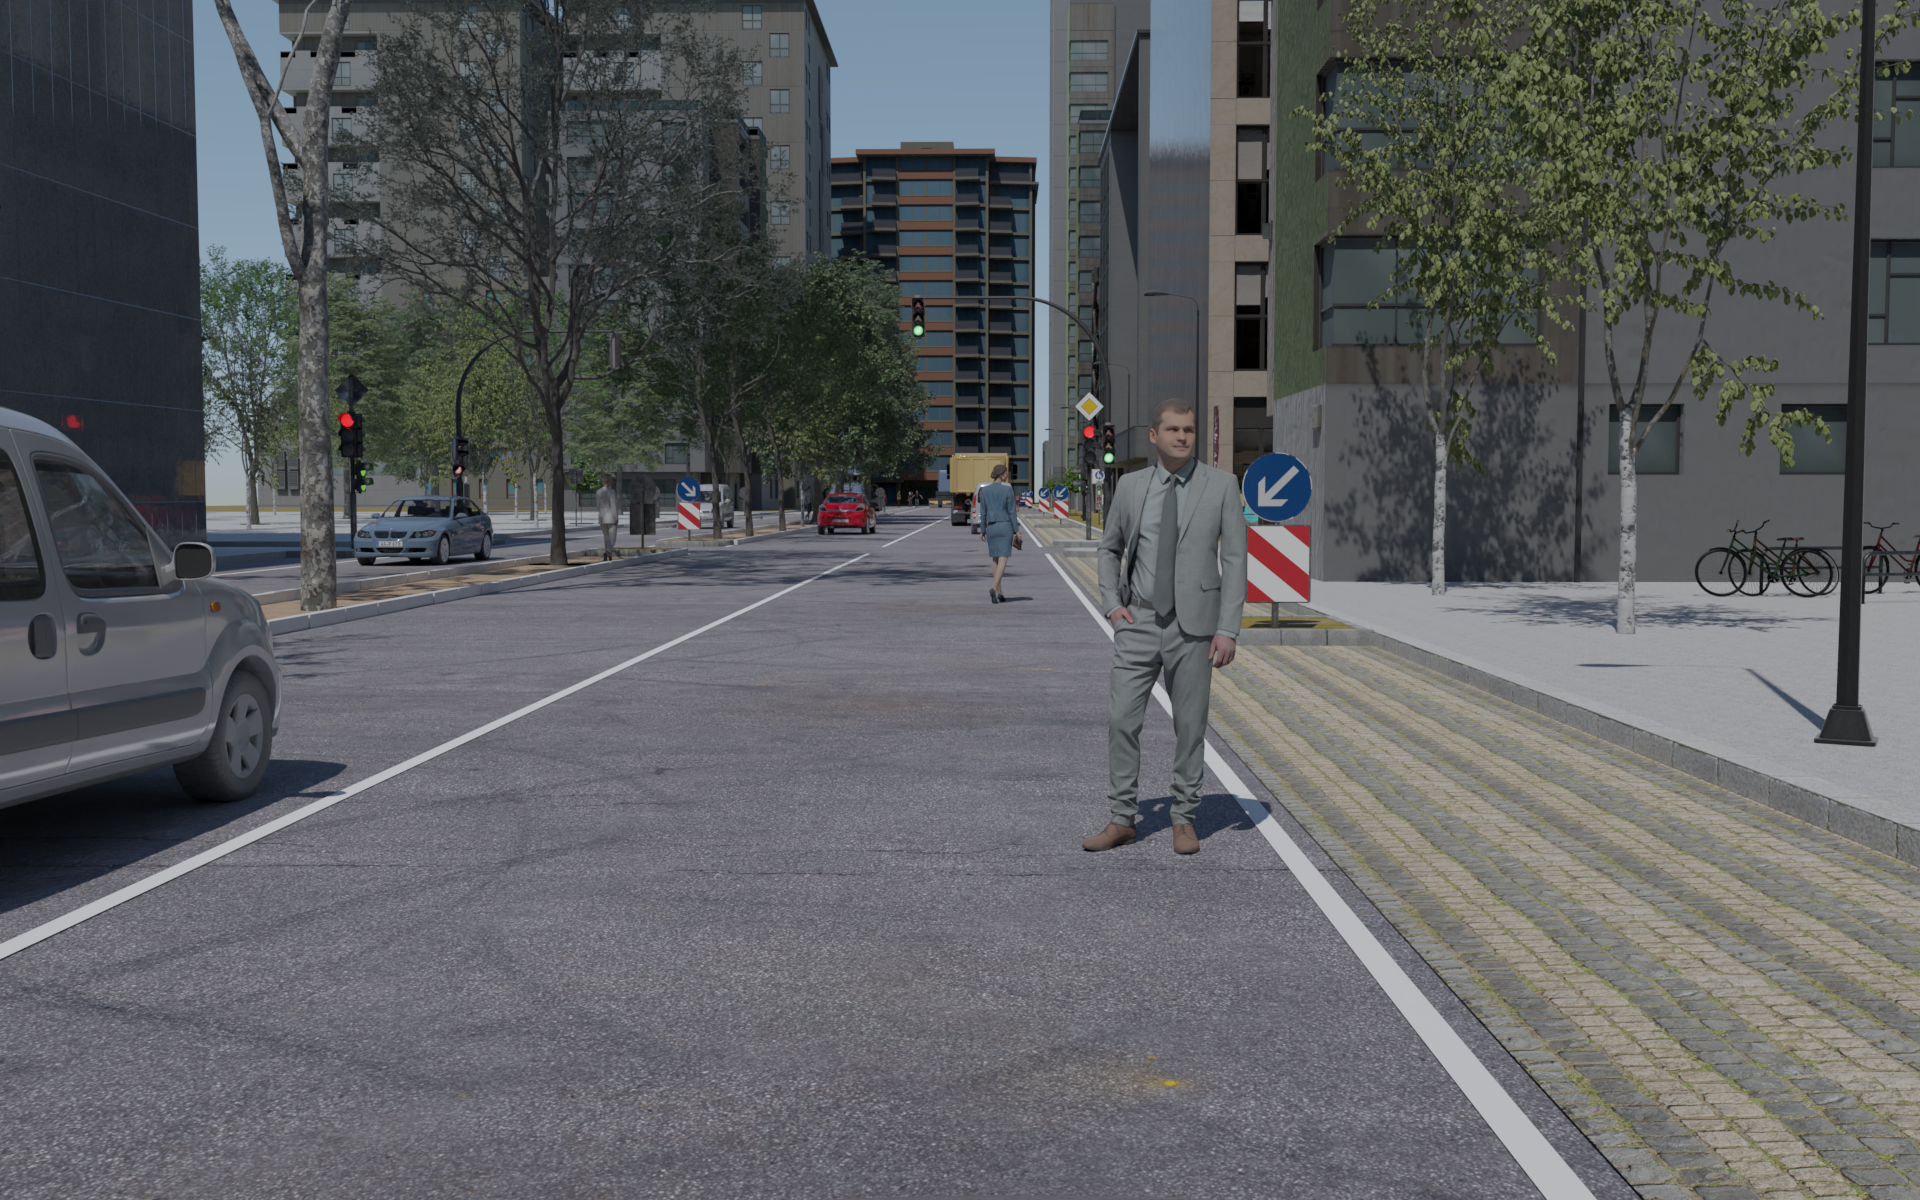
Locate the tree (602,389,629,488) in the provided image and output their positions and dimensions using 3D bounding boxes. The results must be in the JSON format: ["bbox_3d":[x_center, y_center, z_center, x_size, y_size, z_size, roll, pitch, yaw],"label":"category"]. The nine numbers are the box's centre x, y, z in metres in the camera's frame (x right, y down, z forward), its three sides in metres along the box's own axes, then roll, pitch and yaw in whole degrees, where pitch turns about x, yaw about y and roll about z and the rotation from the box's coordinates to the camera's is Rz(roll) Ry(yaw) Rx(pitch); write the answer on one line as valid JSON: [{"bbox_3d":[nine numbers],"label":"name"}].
[{"bbox_3d":[-24.701,-10.431,120.904,4.360,8.622,3.978,0,3,0],"label":"tree"}]

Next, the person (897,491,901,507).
[{"bbox_3d":[-6.571,-10.918,187.110,0.705,1.812,1.348,0,4,3],"label":"person"}]

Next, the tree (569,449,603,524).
[{"bbox_3d":[-16.158,-4.830,73.577,1.663,3.219,1.824,0,3,0],"label":"tree"}]

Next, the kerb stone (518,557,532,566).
[{"bbox_3d":[-8.732,-0.743,34.345,0.120,0.150,1.000,0,4,1],"label":"kerb stone"}]

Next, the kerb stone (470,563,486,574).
[{"bbox_3d":[-8.802,-0.549,31.258,0.120,0.150,1.000,0,4,1],"label":"kerb stone"}]

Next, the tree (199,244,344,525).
[{"bbox_3d":[-29.597,-8.961,72.269,9.928,11.665,9.643,0,3,0],"label":"tree"}]

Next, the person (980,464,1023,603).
[{"bbox_3d":[0.483,-0.873,22.805,0.581,1.822,0.654,2,4,35],"label":"person"}]

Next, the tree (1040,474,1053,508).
[{"bbox_3d":[8.626,-10.381,164.334,1.663,3.219,1.824,0,3,0],"label":"tree"}]

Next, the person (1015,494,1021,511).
[{"bbox_3d":[4.751,-7.979,142.184,0.421,1.427,0.697,-1,4,-13],"label":"person"}]

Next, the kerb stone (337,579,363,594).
[{"bbox_3d":[-8.937,-0.178,25.105,0.120,0.150,1.000,0,4,1],"label":"kerb stone"}]

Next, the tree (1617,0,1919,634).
[{"bbox_3d":[6.099,-3.978,15.402,4.737,8.622,4.395,0,3,0],"label":"tree"}]

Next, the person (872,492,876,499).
[{"bbox_3d":[-9.851,-11.536,198.026,0.541,1.710,0.530,-1,4,-8],"label":"person"}]

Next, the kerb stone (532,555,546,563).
[{"bbox_3d":[-8.707,-0.806,35.369,0.120,0.150,1.000,0,4,1],"label":"kerb stone"}]

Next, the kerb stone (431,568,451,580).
[{"bbox_3d":[-8.845,-0.429,29.214,0.120,0.150,1.000,0,4,1],"label":"kerb stone"}]

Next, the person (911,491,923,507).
[{"bbox_3d":[-4.613,-10.862,186.098,1.348,1.822,0.705,1,4,18],"label":"person"}]

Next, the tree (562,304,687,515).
[{"bbox_3d":[-20.120,-11.379,104.166,7.486,12.596,7.792,0,3,0],"label":"tree"}]

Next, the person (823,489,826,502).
[{"bbox_3d":[-13.473,-10.185,172.595,1.348,1.821,0.705,2,4,31],"label":"person"}]

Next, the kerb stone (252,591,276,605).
[{"bbox_3d":[-9.000,0.015,22.029,0.120,0.150,1.000,0,4,1],"label":"kerb stone"}]

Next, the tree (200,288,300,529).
[{"bbox_3d":[-26.032,-6.936,63.768,4.360,8.622,3.978,0,3,0],"label":"tree"}]

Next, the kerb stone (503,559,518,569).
[{"bbox_3d":[-8.757,-0.680,33.318,0.120,0.150,1.000,0,4,1],"label":"kerb stone"}]

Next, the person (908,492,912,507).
[{"bbox_3d":[-5.446,-11.036,189.734,0.445,1.727,0.742,1,4,12],"label":"person"}]

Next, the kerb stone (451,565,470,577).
[{"bbox_3d":[-8.819,-0.492,30.236,0.120,0.150,1.000,0,4,1],"label":"kerb stone"}]

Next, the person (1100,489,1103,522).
[{"bbox_3d":[6.682,-4.400,80.572,0.503,1.515,0.523,1,4,11],"label":"person"}]

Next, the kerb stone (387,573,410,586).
[{"bbox_3d":[-8.899,-0.304,27.164,0.120,0.150,1.000,0,4,1],"label":"kerb stone"}]

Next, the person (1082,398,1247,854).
[{"bbox_3d":[0.835,0.098,6.994,0.635,1.810,0.391,1,4,13],"label":"person"}]

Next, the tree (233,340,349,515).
[{"bbox_3d":[-30.071,-7.943,80.229,4.737,8.622,4.395,0,3,0],"label":"tree"}]

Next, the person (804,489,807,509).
[{"bbox_3d":[-13.556,-8.991,153.576,0.750,1.759,0.617,3,4,37],"label":"person"}]

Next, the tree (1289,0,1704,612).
[{"bbox_3d":[6.304,-4.363,21.691,4.737,8.622,4.395,0,3,0],"label":"tree"}]

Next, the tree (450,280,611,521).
[{"bbox_3d":[-20.521,-9.638,83.340,9.928,11.665,9.643,0,3,0],"label":"tree"}]

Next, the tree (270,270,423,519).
[{"bbox_3d":[-31.518,-10.439,88.797,7.486,12.596,7.792,0,3,0],"label":"tree"}]

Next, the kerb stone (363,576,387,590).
[{"bbox_3d":[-8.915,-0.241,26.135,0.120,0.150,1.000,0,4,1],"label":"kerb stone"}]

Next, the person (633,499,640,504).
[{"bbox_3d":[-16.852,-5.217,90.697,0.648,1.900,0.474,-3,5,-45],"label":"person"}]

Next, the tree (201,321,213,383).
[{"bbox_3d":[-40.545,-8.965,80.995,8.767,10.594,7.601,0,4,5],"label":"tree"}]

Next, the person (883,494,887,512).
[{"bbox_3d":[-5.792,-7.296,131.008,0.599,1.433,0.991,2,4,32],"label":"person"}]

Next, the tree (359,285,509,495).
[{"bbox_3d":[-31.961,-12.164,105.529,9.857,13.997,8.962,0,3,0],"label":"tree"}]

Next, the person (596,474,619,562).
[{"bbox_3d":[-7.074,-1.609,34.689,0.514,1.842,0.818,1,4,10],"label":"person"}]

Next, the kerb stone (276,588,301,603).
[{"bbox_3d":[-8.987,-0.052,23.051,0.120,0.150,1.000,0,4,1],"label":"kerb stone"}]

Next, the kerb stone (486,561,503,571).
[{"bbox_3d":[-8.778,-0.617,32.286,0.120,0.150,1.000,0,4,1],"label":"kerb stone"}]

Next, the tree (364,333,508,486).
[{"bbox_3d":[-36.060,-12.329,118.590,9.611,12.733,9.660,0,3,0],"label":"tree"}]

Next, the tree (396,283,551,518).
[{"bbox_3d":[-16.547,-6.705,59.994,4.737,8.622,4.395,0,3,0],"label":"tree"}]

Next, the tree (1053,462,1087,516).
[{"bbox_3d":[7.010,-7.036,109.635,1.663,3.219,1.824,0,3,0],"label":"tree"}]

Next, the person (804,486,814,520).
[{"bbox_3d":[-8.107,-5.125,92.145,0.661,1.843,0.795,-3,5,-45],"label":"person"}]

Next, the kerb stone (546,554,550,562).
[{"bbox_3d":[-8.689,-0.867,36.391,0.120,0.150,1.000,0,4,1],"label":"kerb stone"}]

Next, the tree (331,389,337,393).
[{"bbox_3d":[-40.985,-9.802,110.626,4.360,8.622,3.978,0,3,0],"label":"tree"}]

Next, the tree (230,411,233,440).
[{"bbox_3d":[-41.788,-9.445,104.783,4.737,8.622,4.395,0,3,0],"label":"tree"}]

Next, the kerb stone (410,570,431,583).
[{"bbox_3d":[-8.872,-0.362,28.186,0.120,0.150,1.000,0,4,1],"label":"kerb stone"}]
